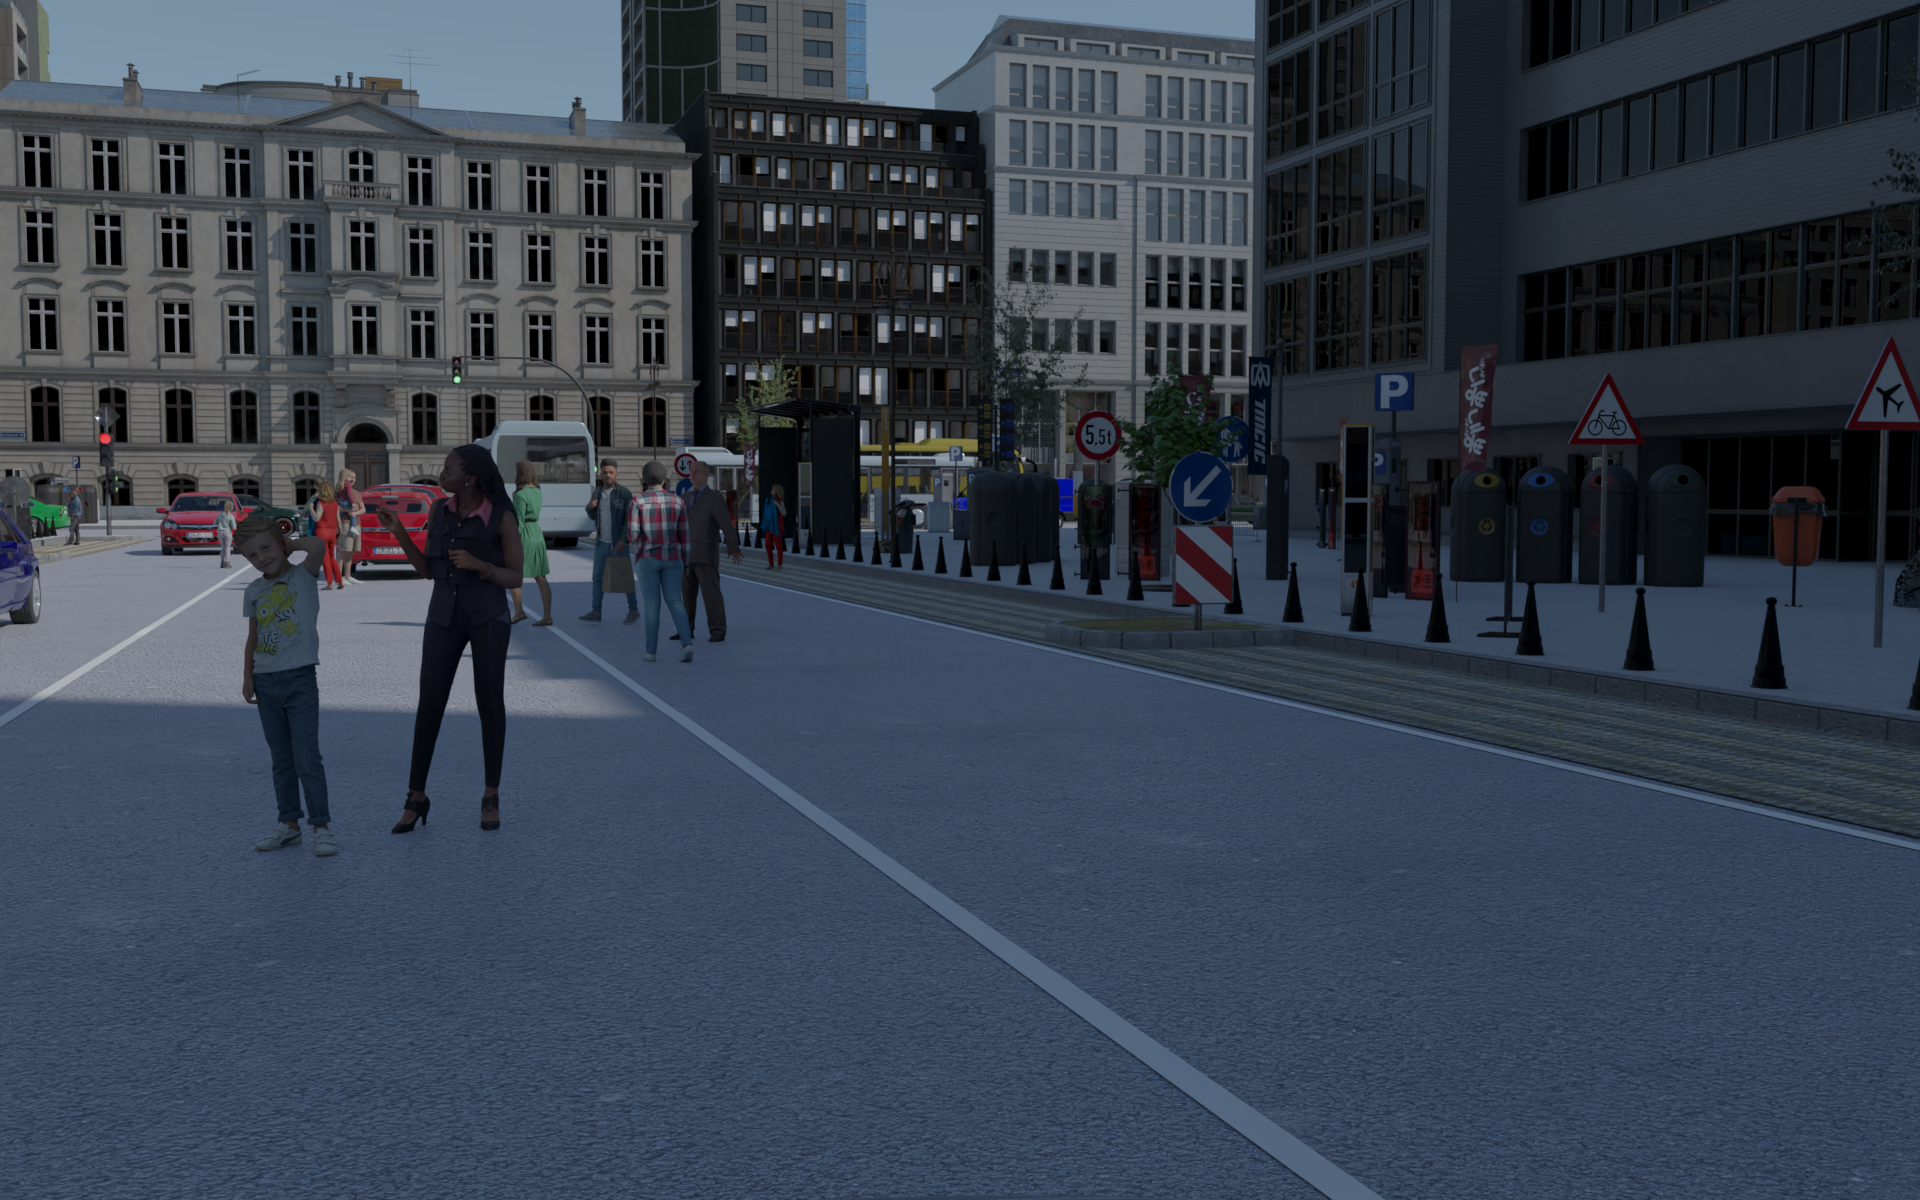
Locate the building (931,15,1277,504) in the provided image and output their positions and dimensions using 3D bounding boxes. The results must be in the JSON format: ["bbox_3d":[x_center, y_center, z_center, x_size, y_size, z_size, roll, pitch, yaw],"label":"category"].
[{"bbox_3d":[14.162,-20.212,107.960,29.804,29.767,11.434,-1,4,-19],"label":"building"}]

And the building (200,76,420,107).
[{"bbox_3d":[-90.987,-42.989,244.870,28.212,58.520,21.231,-1,4,-19],"label":"building"}]

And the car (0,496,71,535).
[{"bbox_3d":[-32.201,-2.982,57.550,4.718,1.807,1.959,-1,4,-19],"label":"car"}]

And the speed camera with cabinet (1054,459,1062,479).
[{"bbox_3d":[4.622,-6.228,96.167,2.038,3.252,0.660,0,4,-3],"label":"speed camera with cabinet"}]

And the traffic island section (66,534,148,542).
[{"bbox_3d":[-26.348,-1.915,53.598,2.009,0.180,2.903,-1,4,-19],"label":"traffic island section"}]

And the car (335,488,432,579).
[{"bbox_3d":[-10.020,-1.317,30.570,2.155,1.783,4.494,-1,4,-17],"label":"car"}]

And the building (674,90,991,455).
[{"bbox_3d":[-7.740,-16.637,101.687,15.834,23.373,12.332,-1,4,-19],"label":"building"}]

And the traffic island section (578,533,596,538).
[{"bbox_3d":[-12.357,-2.208,58.389,2.009,0.180,2.903,-1,4,-19],"label":"traffic island section"}]

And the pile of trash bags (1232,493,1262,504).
[{"bbox_3d":[23.727,-8.472,148.271,3.447,1.369,1.912,3,4,36],"label":"pile of trash bags"}]

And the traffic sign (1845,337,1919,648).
[{"bbox_3d":[7.685,-0.882,14.425,0.884,2.594,0.081,-1,4,-19],"label":"traffic sign"}]

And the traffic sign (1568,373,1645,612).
[{"bbox_3d":[6.956,-1.144,18.708,0.884,2.594,0.081,-1,4,-9],"label":"traffic sign"}]

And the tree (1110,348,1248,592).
[{"bbox_3d":[2.741,-1.744,23.117,1.663,3.219,1.824,0,3,0],"label":"tree"}]

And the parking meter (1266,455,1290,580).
[{"bbox_3d":[4.747,-1.233,25.873,0.255,1.863,0.399,2,4,26],"label":"parking meter"}]

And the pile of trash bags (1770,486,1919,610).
[{"bbox_3d":[10.852,-0.580,19.240,3.447,1.369,1.912,2,4,29],"label":"pile of trash bags"}]

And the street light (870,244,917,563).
[{"bbox_3d":[-1.246,-3.634,32.211,0.468,5.910,1.993,-1,4,-19],"label":"street light"}]

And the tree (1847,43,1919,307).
[{"bbox_3d":[14.161,-4.416,22.570,4.360,8.622,3.978,0,3,0],"label":"tree"}]

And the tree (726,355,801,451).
[{"bbox_3d":[-10.255,-8.667,92.070,4.737,8.622,4.395,0,3,0],"label":"tree"}]

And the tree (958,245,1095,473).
[{"bbox_3d":[1.741,-6.242,52.422,4.360,8.622,3.978,0,3,0],"label":"tree"}]

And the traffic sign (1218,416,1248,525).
[{"bbox_3d":[4.383,-1.719,28.219,0.768,2.556,0.104,-1,4,-17],"label":"traffic sign"}]

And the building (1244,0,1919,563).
[{"bbox_3d":[19.365,-13.388,37.967,14.314,24.678,30.058,-1,4,-19],"label":"building"}]

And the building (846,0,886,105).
[{"bbox_3d":[-25.988,-58.342,266.556,31.000,86.520,22.319,-1,4,-19],"label":"building"}]

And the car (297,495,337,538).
[{"bbox_3d":[-18.370,-2.391,50.888,2.131,1.459,4.920,-1,4,-17],"label":"car"}]

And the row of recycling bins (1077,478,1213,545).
[{"bbox_3d":[4.741,-2.281,44.407,3.534,1.692,1.069,-1,4,-11],"label":"row of recycling bins"}]

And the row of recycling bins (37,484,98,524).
[{"bbox_3d":[-38.113,-4.084,73.892,1.069,1.692,3.534,0,4,6],"label":"row of recycling bins"}]

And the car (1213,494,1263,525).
[{"bbox_3d":[13.026,-4.387,81.517,4.222,1.686,2.009,-1,4,-18],"label":"car"}]

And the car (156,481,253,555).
[{"bbox_3d":[-18.324,-2.023,42.124,2.155,1.783,4.494,-1,4,-19],"label":"car"}]

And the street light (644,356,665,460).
[{"bbox_3d":[-10.248,-5.224,58.202,0.468,5.910,1.993,-1,4,-19],"label":"street light"}]

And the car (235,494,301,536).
[{"bbox_3d":[-24.006,-2.961,58.195,4.222,1.686,2.009,-1,4,-18],"label":"car"}]

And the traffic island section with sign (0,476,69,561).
[{"bbox_3d":[-20.483,-1.765,37.490,1.989,1.847,2.006,-1,4,-19],"label":"traffic island section with sign"}]

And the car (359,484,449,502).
[{"bbox_3d":[-21.436,-3.396,64.199,5.304,1.827,2.281,-1,4,-19],"label":"car"}]

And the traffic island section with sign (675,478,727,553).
[{"bbox_3d":[-6.857,-2.064,42.381,1.989,1.847,2.006,-1,4,-19],"label":"traffic island section with sign"}]

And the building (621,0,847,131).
[{"bbox_3d":[-23.712,-44.787,170.524,20.563,71.187,20.611,-1,4,-19],"label":"building"}]

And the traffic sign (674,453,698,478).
[{"bbox_3d":[-8.478,-3.276,53.663,0.768,2.556,0.104,-1,4,-17],"label":"traffic sign"}]

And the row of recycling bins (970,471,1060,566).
[{"bbox_3d":[1.093,-1.542,32.317,1.069,1.692,3.534,1,4,20],"label":"row of recycling bins"}]

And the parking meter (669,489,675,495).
[{"bbox_3d":[-13.233,-4.378,79.996,0.372,1.533,0.369,0,3,0],"label":"parking meter"}]

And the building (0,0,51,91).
[{"bbox_3d":[-80.051,-27.683,136.206,14.154,41.232,14.086,-1,4,-19],"label":"building"}]

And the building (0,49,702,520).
[{"bbox_3d":[-32.111,-16.766,93.214,34.723,24.649,14.460,-1,4,-19],"label":"building"}]

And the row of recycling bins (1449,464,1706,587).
[{"bbox_3d":[8.819,-1.088,24.897,3.534,1.692,1.069,2,4,30],"label":"row of recycling bins"}]

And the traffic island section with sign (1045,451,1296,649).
[{"bbox_3d":[1.911,-0.505,16.886,1.989,1.847,2.006,-1,4,-19],"label":"traffic island section with sign"}]

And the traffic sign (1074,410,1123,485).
[{"bbox_3d":[2.089,-1.606,26.356,0.768,2.556,0.104,-1,4,-13],"label":"traffic sign"}]

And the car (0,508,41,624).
[{"bbox_3d":[-10.619,-0.313,17.693,1.945,1.354,3.894,-1,4,-19],"label":"car"}]
